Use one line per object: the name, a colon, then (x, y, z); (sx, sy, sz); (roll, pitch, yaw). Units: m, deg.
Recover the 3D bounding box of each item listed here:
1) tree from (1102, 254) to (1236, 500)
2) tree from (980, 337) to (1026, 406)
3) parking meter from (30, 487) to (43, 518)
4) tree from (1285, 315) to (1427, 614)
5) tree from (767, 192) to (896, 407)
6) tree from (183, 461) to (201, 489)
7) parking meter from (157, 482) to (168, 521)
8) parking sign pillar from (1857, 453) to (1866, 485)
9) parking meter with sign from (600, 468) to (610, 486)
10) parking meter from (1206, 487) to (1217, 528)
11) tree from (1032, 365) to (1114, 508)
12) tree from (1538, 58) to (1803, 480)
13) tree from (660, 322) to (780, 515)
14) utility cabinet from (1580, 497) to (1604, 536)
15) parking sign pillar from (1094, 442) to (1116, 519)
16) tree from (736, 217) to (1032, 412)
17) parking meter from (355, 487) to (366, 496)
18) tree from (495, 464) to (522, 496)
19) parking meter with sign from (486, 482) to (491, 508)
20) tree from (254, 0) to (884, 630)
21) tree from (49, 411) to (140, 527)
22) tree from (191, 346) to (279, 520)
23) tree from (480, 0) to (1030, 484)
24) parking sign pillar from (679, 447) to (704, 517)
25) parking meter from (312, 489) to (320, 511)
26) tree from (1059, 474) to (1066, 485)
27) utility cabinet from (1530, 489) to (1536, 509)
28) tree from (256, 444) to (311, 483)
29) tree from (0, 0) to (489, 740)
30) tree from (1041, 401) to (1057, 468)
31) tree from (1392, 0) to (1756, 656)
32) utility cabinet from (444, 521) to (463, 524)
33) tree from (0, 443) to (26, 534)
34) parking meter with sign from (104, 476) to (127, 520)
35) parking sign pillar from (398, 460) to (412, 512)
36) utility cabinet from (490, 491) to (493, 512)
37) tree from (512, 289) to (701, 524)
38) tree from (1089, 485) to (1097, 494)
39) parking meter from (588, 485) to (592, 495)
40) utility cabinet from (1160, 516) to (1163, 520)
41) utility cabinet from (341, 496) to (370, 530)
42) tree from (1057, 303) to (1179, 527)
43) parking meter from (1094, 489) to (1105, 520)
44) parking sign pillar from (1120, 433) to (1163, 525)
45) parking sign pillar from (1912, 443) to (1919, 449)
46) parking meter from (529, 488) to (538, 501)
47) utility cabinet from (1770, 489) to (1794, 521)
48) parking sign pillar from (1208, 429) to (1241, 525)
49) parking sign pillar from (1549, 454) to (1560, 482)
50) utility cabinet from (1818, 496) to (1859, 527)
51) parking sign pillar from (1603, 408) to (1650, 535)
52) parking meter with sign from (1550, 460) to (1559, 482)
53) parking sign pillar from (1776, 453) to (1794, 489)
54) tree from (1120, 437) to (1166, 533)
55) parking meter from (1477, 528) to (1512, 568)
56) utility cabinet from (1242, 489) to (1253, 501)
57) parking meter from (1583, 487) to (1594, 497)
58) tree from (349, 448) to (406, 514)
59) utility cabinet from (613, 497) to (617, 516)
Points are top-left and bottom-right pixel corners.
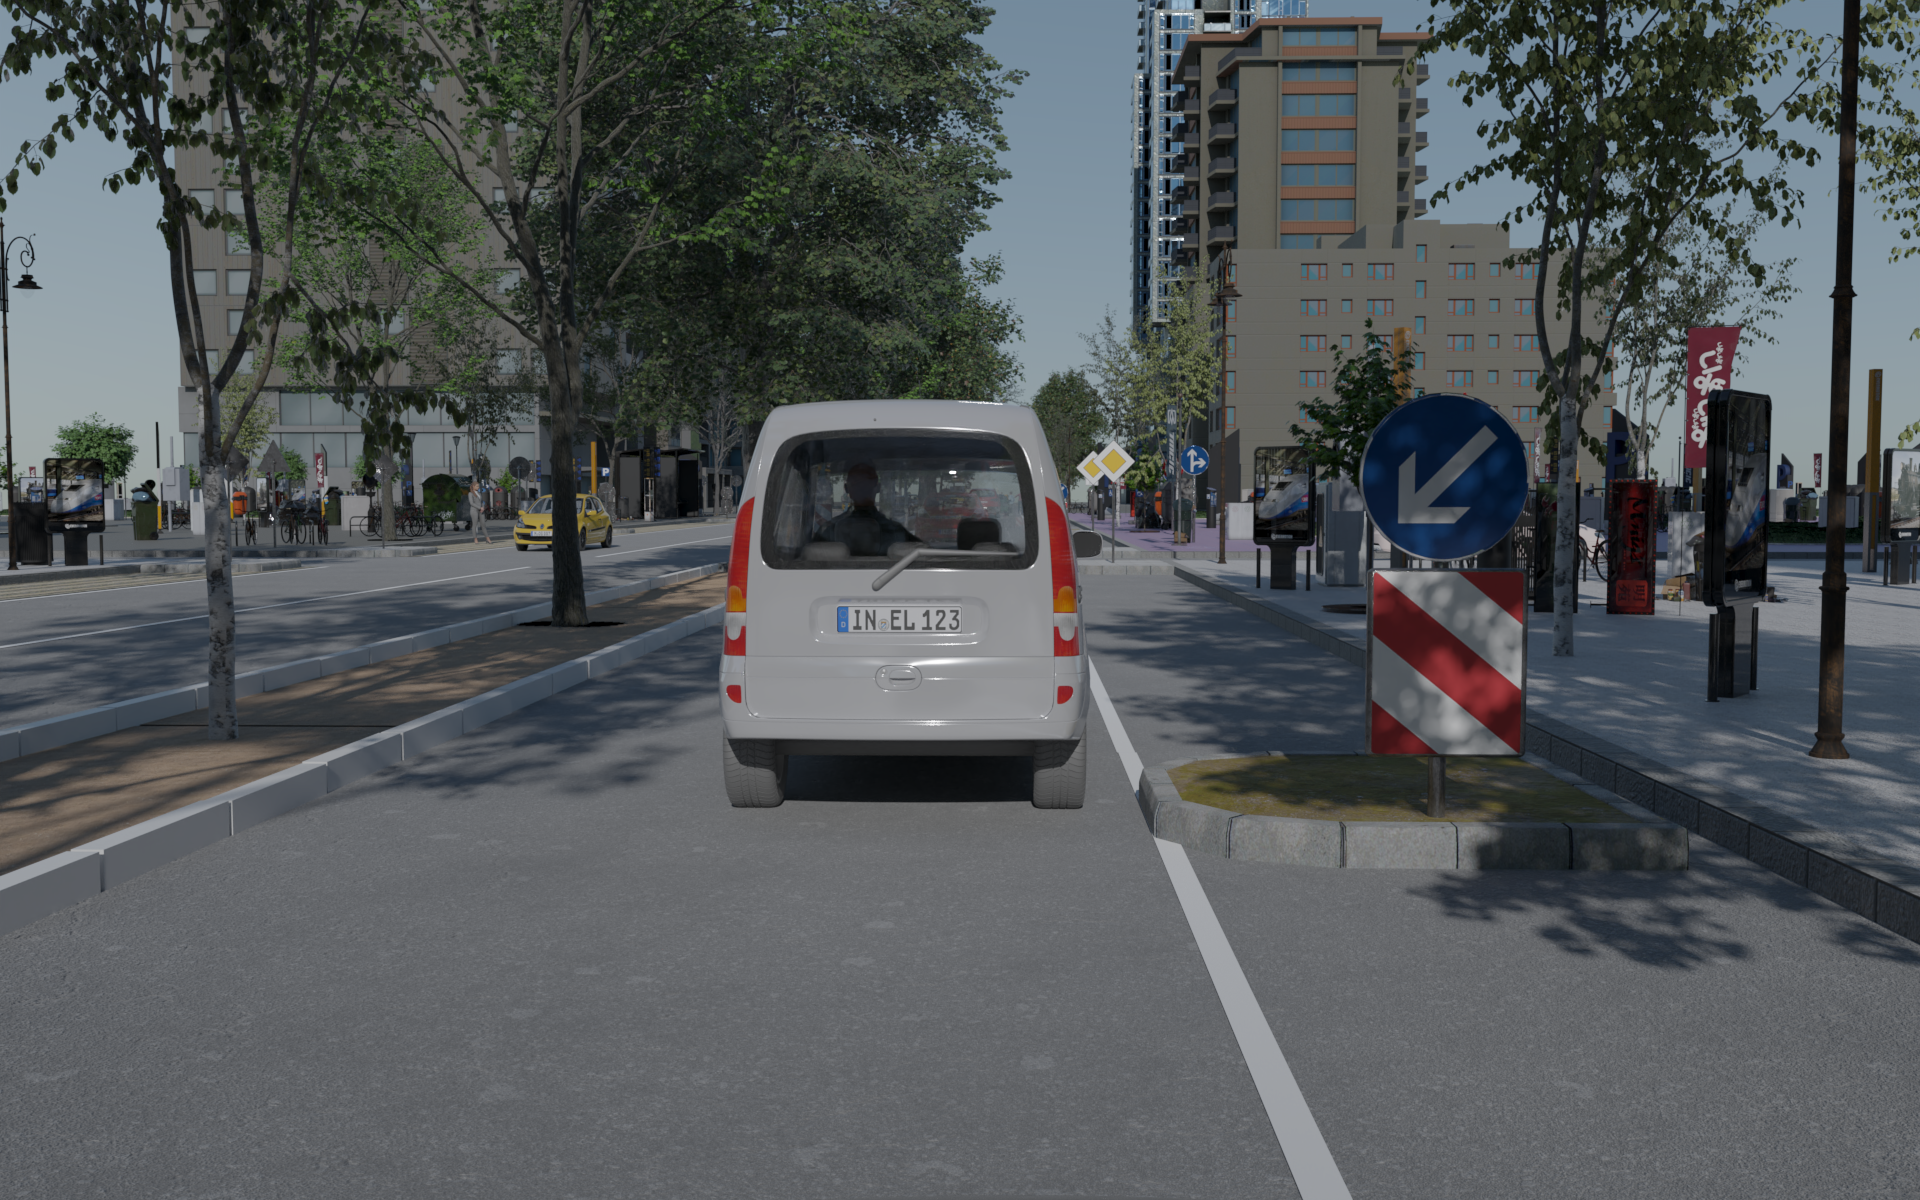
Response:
tree: (6.690, -6.320, 53.694); (4.737, 8.622, 4.395); (0, 3, 0)
tree: (-1.730, -10.949, 91.837); (12.009, 13.543, 11.850); (0, 3, 0)
parking meter: (-31.995, -3.157, 60.021); (0.372, 1.533, 0.369); (0, 3, 0)
tree: (4.352, -1.485, 18.889); (1.663, 3.219, 1.824); (0, 3, 0)
tree: (-3.405, -5.446, 41.855); (4.737, 8.622, 4.395); (0, 3, 0)
tree: (-43.885, -6.373, 98.792); (1.663, 3.219, 1.824); (0, 3, 0)
parking meter: (-37.781, -4.670, 82.070); (0.255, 1.863, 0.399); (3, 4, 36)
parking sign pillar: (51.014, -6.660, 97.368); (1.447, 3.967, 1.447); (0, 4, -6)
parking meter with sign: (-23.504, -7.217, 114.252); (0.543, 3.016, 1.738); (0, 4, -1)
parking meter: (9.436, -3.461, 65.001); (0.372, 1.533, 0.369); (0, 3, 0)
tree: (9.628, -14.489, 153.899); (9.611, 12.733, 9.660); (0, 3, 0)
tree: (12.106, -4.875, 30.065); (4.360, 8.622, 3.978); (0, 3, 0)
tree: (-14.774, -11.948, 105.722); (12.009, 13.543, 11.850); (0, 3, 0)
utility cabinet: (15.148, -1.902, 42.258); (1.020, 1.237, 0.306); (2, 4, 35)
parking sign pillar: (7.721, -6.247, 90.606); (1.447, 3.967, 1.447); (3, 5, 40)
tree: (-2.544, -8.533, 58.982); (9.611, 12.733, 9.660); (0, 3, 0)
parking meter: (-22.661, -3.492, 65.502); (0.372, 1.533, 0.369); (0, 3, 0)
tree: (-28.594, -7.057, 109.976); (1.663, 3.219, 1.824); (0, 3, 0)
parking meter with sign: (-29.295, -6.758, 106.753); (0.543, 3.016, 1.738); (-2, 4, -30)
tree: (-4.330, -5.523, 18.512); (9.928, 11.665, 9.643); (0, 3, 0)
tree: (-34.219, -5.186, 68.497); (4.285, 4.588, 4.351); (0, 3, 0)
tree: (-35.644, -8.280, 85.743); (4.737, 8.622, 4.395); (0, 3, 0)
tree: (-3.315, -7.295, 28.389); (9.857, 13.997, 8.962); (0, 3, 0)
parking sign pillar: (-15.125, -6.649, 97.190); (1.447, 3.967, 1.447); (0, 4, -6)
parking meter: (-32.389, -4.815, 87.134); (0.372, 1.533, 0.369); (0, 3, 0)
tree: (12.330, -20.283, 238.286); (9.857, 13.997, 8.962); (0, 3, 0)
utility cabinet: (24.007, -3.882, 72.145); (1.173, 1.500, 0.318); (-3, 5, -41)
tree: (-44.152, -7.912, 113.082); (4.285, 4.588, 4.351); (0, 3, 0)
tree: (-4.282, -3.472, 9.591); (4.360, 8.622, 3.978); (0, 3, 0)
tree: (7.828, -11.175, 133.080); (4.360, 8.622, 3.978); (0, 3, 0)
tree: (5.027, -3.862, 13.506); (4.737, 8.622, 4.395); (0, 3, 0)
utility cabinet: (-22.039, -3.912, 75.128); (1.020, 1.237, 0.306); (2, 4, 27)
tree: (-30.973, -3.705, 55.178); (1.663, 3.219, 1.824); (0, 3, 0)
parking meter with sign: (-42.393, -5.491, 86.043); (1.738, 3.016, 0.543); (-2, 4, -29)
parking sign pillar: (-36.382, -7.671, 113.890); (1.447, 3.967, 1.447); (-2, 4, -30)
utility cabinet: (-30.550, -6.346, 112.440); (0.318, 1.500, 1.173); (2, 4, 34)
tree: (-15.047, -8.528, 73.846); (8.767, 10.594, 7.601); (0, 4, -7)
tree: (7.557, -6.063, 93.726); (1.663, 3.219, 1.824); (0, 3, 0)
parking meter: (-23.487, -6.412, 110.544); (0.255, 1.863, 0.399); (3, 4, 38)
utility cabinet: (9.562, -4.357, 82.393); (0.306, 1.237, 1.020); (0, 4, -2)
utility cabinet: (-21.490, -3.092, 61.716); (1.020, 1.237, 0.306); (-2, 4, -34)
tree: (6.427, -7.174, 67.653); (4.360, 8.622, 3.978); (0, 3, 0)
parking meter: (6.864, -4.636, 84.205); (0.372, 1.533, 0.369); (0, 3, 0)
parking sign pillar: (7.806, -5.161, 72.853); (1.447, 3.967, 1.447); (2, 4, 28)
parking sign pillar: (40.274, -5.142, 72.548); (1.447, 3.967, 1.447); (-1, 4, -8)
parking meter: (-17.077, -3.728, 69.364); (0.372, 1.533, 0.369); (0, 3, 0)
utility cabinet: (34.817, -3.956, 73.357); (1.173, 1.500, 0.318); (-2, 4, -30)
parking sign pillar: (10.950, -5.091, 71.716); (1.447, 3.967, 1.447); (2, 4, 25)
parking sign pillar: (38.261, -7.506, 111.198); (1.447, 3.967, 1.447); (-2, 4, -23)
utility cabinet: (25.614, -2.406, 50.502); (0.306, 1.237, 1.020); (-3, 5, -41)
parking sign pillar: (20.779, -4.006, 53.968); (1.447, 3.967, 1.447); (-2, 4, -31)
parking meter with sign: (30.480, -5.654, 88.701); (0.543, 3.016, 1.738); (1, 4, 13)
parking sign pillar: (54.138, -7.657, 113.660); (1.447, 3.967, 1.447); (0, 4, -4)
tree: (6.158, -3.875, 57.961); (1.663, 3.219, 1.824); (0, 3, 0)
parking meter: (6.054, -0.686, 19.627); (0.372, 1.533, 0.369); (0, 3, 0)
utility cabinet: (12.625, -4.087, 75.505); (0.318, 1.500, 1.173); (2, 4, 31)
parking meter: (23.721, -3.483, 65.351); (0.372, 1.533, 0.369); (0, 3, 0)
tree: (-36.473, -7.614, 108.209); (4.285, 4.588, 4.351); (0, 3, 0)
utility cabinet: (-19.688, -5.522, 98.961); (0.318, 1.500, 1.173); (2, 4, 31)
